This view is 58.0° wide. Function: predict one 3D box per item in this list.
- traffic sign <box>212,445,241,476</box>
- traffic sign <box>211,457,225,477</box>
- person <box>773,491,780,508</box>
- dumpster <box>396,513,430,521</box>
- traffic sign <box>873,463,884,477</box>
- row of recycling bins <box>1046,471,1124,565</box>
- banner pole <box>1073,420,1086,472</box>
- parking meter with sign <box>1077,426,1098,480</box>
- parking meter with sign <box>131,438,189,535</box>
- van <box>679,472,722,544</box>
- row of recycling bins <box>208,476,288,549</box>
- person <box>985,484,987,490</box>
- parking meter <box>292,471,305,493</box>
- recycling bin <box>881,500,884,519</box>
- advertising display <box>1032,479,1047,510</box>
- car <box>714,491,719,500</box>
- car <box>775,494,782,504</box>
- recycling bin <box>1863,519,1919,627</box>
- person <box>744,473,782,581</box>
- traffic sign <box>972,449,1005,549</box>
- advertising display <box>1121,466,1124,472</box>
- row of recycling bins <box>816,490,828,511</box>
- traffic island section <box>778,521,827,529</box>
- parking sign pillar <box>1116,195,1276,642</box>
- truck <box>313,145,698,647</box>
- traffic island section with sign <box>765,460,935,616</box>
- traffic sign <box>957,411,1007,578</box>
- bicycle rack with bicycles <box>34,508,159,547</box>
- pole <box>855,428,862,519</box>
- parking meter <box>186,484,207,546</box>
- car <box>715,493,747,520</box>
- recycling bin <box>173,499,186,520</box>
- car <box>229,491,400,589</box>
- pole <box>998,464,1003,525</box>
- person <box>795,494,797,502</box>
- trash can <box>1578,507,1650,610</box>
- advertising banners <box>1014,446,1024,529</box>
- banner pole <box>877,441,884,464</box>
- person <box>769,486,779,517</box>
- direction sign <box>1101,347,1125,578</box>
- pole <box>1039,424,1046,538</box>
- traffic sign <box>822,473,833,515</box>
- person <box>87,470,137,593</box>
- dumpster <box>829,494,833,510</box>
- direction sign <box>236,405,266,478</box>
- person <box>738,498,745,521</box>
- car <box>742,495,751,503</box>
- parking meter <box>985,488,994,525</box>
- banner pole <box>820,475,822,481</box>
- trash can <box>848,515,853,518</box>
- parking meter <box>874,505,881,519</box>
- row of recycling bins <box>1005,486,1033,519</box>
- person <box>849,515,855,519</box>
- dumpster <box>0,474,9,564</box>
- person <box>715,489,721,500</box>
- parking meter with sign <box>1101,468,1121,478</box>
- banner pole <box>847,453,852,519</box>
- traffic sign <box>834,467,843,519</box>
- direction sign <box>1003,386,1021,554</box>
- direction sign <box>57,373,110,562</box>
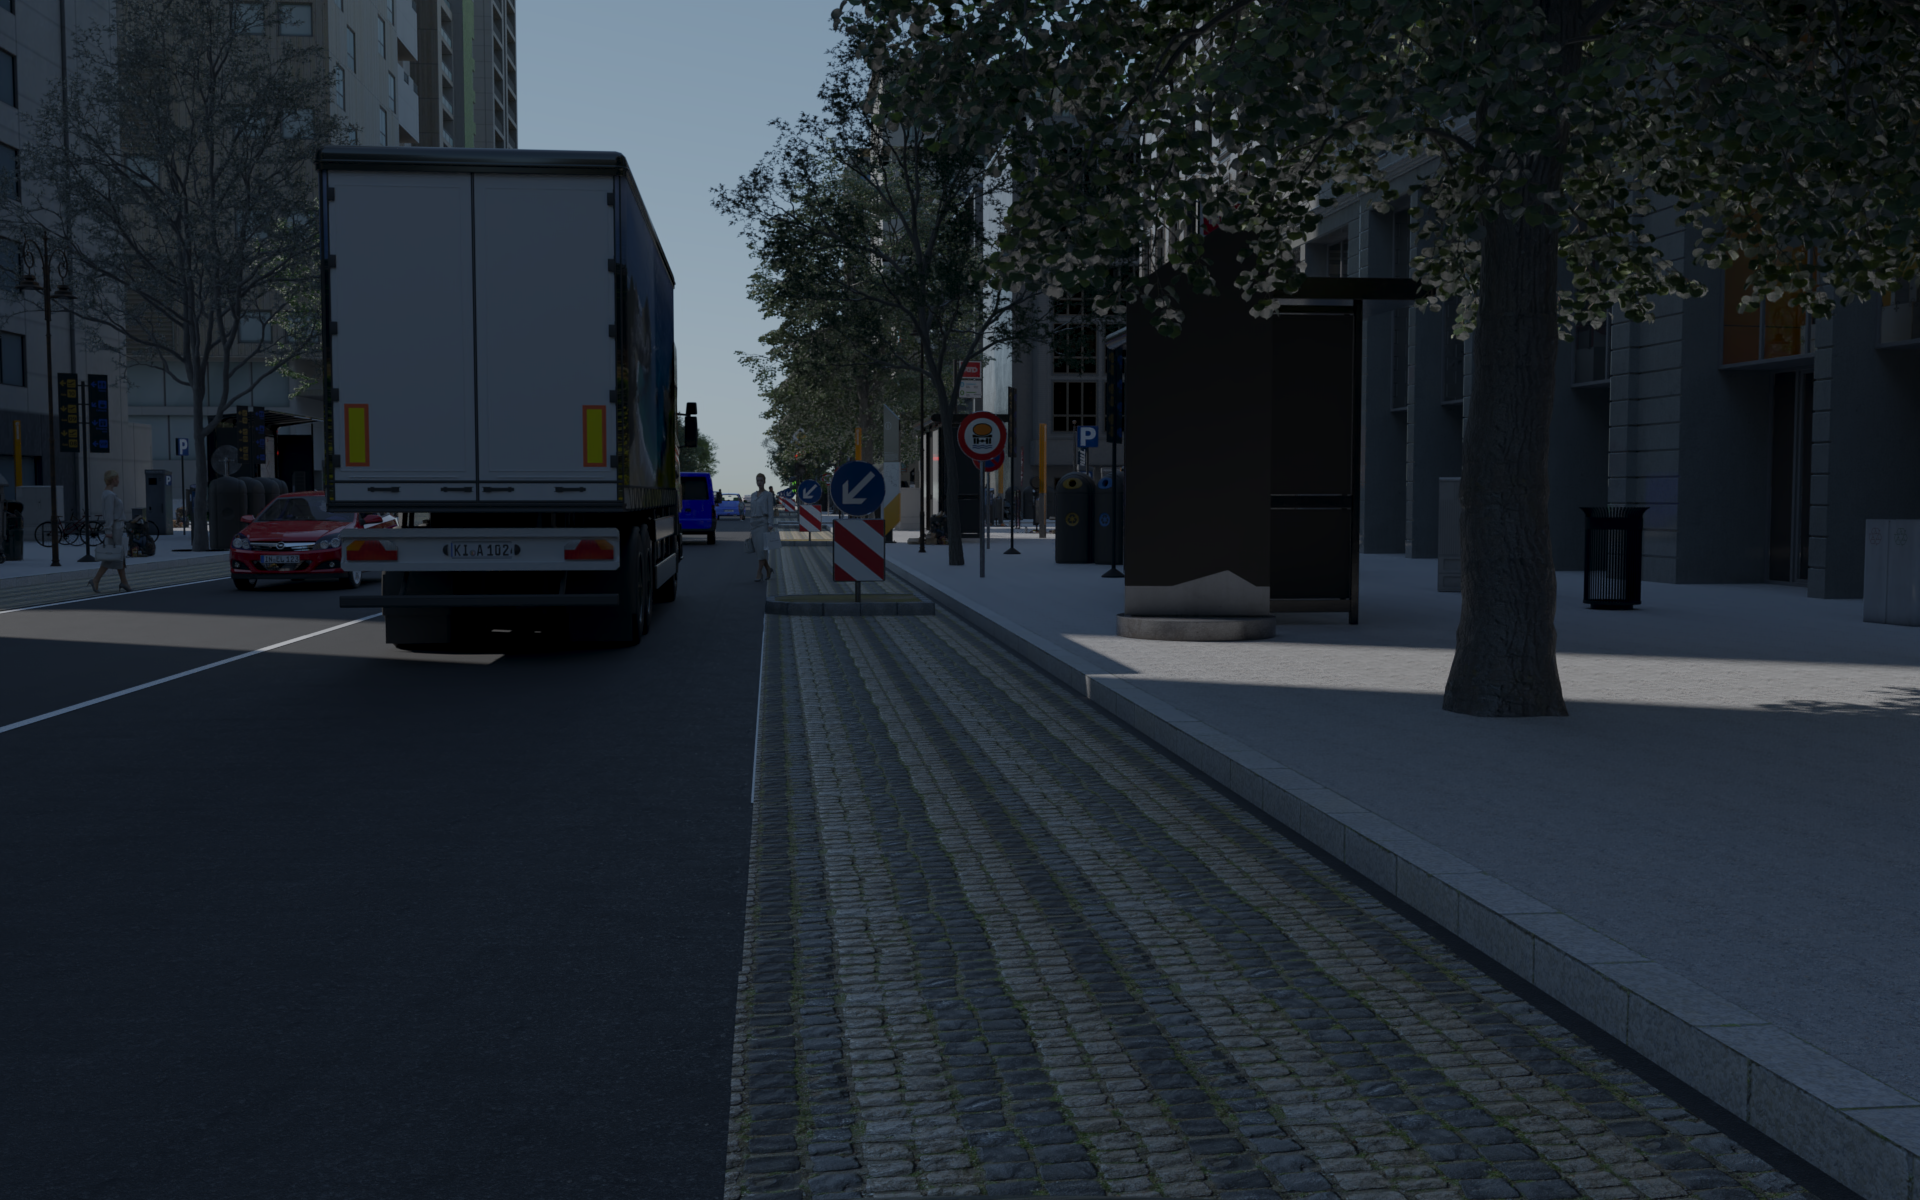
[{"bbox_3d":[-19.094,-2.754,45.130,0.768,2.556,0.104,0,4,-3],"label":"traffic sign"},{"bbox_3d":[-19.862,-2.857,46.824,0.768,2.556,0.104,0,4,1],"label":"traffic sign"},{"bbox_3d":[-17.882,-9.602,166.215,1.217,1.735,0.721,-1,4,-11],"label":"person"},{"bbox_3d":[-21.105,-3.751,67.084,1.264,1.857,1.865,0,4,-6],"label":"dumpster"},{"bbox_3d":[-3.312,-4.289,70.226,0.768,2.556,0.104,0,4,-5],"label":"traffic sign"},{"bbox_3d":[3.133,-1.476,31.237,1.069,1.692,3.534,-3,5,-45],"label":"row of recycling bins"},{"bbox_3d":[4.038,-4.197,58.640,0.401,3.779,0.863,-3,5,-43],"label":"banner pole"},{"bbox_3d":[3.303,-2.992,45.183,0.543,3.016,1.738,0,4,3],"label":"parking meter with sign"},{"bbox_3d":[-25.028,-3.538,54.113,1.738,3.016,0.543,1,4,9],"label":"parking meter with sign"},{"bbox_3d":[-8.104,-2.837,50.774,2.240,2.365,5.245,0,4,-8],"label":"van"},{"bbox_3d":[-17.182,-2.136,42.031,1.069,1.692,3.534,0,4,-2],"label":"row of recycling bins"},{"bbox_3d":[1.225,-4.670,82.667,0.793,1.790,0.793,2,4,28],"label":"person"},{"bbox_3d":[-17.117,-2.395,44.871,0.255,1.863,0.399,-2,4,-30],"label":"parking meter"},{"bbox_3d":[-2.742,-3.486,69.553,0.722,1.027,0.722,-2,4,-25],"label":"recycling bin"},{"bbox_3d":[3.400,-4.210,74.050,0.123,1.923,0.974,-2,4,-32],"label":"advertising display"},{"bbox_3d":[-28.777,-11.832,202.120,2.281,1.827,5.304,0,4,-6],"label":"car"},{"bbox_3d":[-21.917,-12.432,213.046,2.009,1.686,4.222,0,4,-5],"label":"car"},{"bbox_3d":[9.474,-0.278,17.099,0.722,1.027,0.722,-1,4,-12],"label":"recycling bin"},{"bbox_3d":[-3.235,-1.208,28.605,0.624,1.780,0.694,-3,5,-44],"label":"person"},{"bbox_3d":[0.661,-2.464,40.386,0.768,2.556,0.104,0,4,1],"label":"traffic sign"},{"bbox_3d":[4.163,-2.151,40.391,0.974,1.923,0.123,-2,4,-34],"label":"advertising display"},{"bbox_3d":[-10.332,-7.524,130.130,1.069,1.692,3.534,0,4,-3],"label":"row of recycling bins"},{"bbox_3d":[-6.609,-3.075,72.550,2.009,0.180,2.903,0,4,-6],"label":"traffic island section"},{"bbox_3d":[2.143,-1.662,15.640,1.447,3.967,1.447,0,4,5],"label":"parking sign pillar"},{"bbox_3d":[-4.571,-1.879,19.629,2.839,4.237,11.283,0,4,-6],"label":"truck"},{"bbox_3d":[-1.386,-0.766,21.153,1.989,1.847,2.006,0,4,-6],"label":"traffic island section with sign"},{"bbox_3d":[0.344,-1.619,26.583,0.768,2.556,0.104,0,4,3],"label":"traffic sign"},{"bbox_3d":[-21.543,-1.820,43.140,2.925,0.926,2.852,-2,4,-34],"label":"bicycle rack with bicycles"},{"bbox_3d":[-3.139,-3.653,53.568,0.158,3.312,0.155,0,3,0],"label":"pole"},{"bbox_3d":[-18.984,-2.127,43.181,0.372,1.533,0.369,0,3,0],"label":"parking meter"},{"bbox_3d":[-12.834,-5.315,96.496,1.945,1.707,3.694,0,4,-6],"label":"car"},{"bbox_3d":[-39.235,-4.556,87.040,0.722,1.027,0.722,-1,4,-22],"label":"recycling bin"},{"bbox_3d":[-10.133,-1.126,27.445,2.155,1.783,4.494,0,4,-5],"label":"car"},{"bbox_3d":[1.710,-4.819,72.629,0.158,3.312,0.155,0,3,0],"label":"pole"},{"bbox_3d":[-25.618,-16.223,272.077,1.217,1.735,0.721,1,4,23],"label":"person"},{"bbox_3d":[7.277,-0.468,19.304,0.748,1.137,0.748,0,3,0],"label":"trash can"},{"bbox_3d":[2.151,-4.114,63.451,0.090,3.025,2.074,0,4,-6],"label":"advertising banners"},{"bbox_3d":[-3.558,-5.525,80.343,0.863,3.779,0.401,-1,4,-22],"label":"banner pole"},{"bbox_3d":[-8.969,-4.517,82.345,0.794,1.824,0.713,-2,4,-26],"label":"person"},{"bbox_3d":[2.366,-2.114,26.567,0.379,3.537,0.876,1,4,19],"label":"direction sign"},{"bbox_3d":[2.405,-3.453,50.299,0.158,3.312,0.155,0,3,0],"label":"pole"},{"bbox_3d":[-7.900,-6.352,103.955,0.768,2.556,0.104,0,4,0],"label":"traffic sign"},{"bbox_3d":[-12.327,-0.995,25.121,0.624,1.780,0.694,-1,4,-18],"label":"person"},{"bbox_3d":[-10.520,-8.015,136.809,1.264,1.857,1.865,0,4,-6],"label":"dumpster"},{"bbox_3d":[-18.224,-3.217,44.597,0.379,3.537,0.876,2,4,26],"label":"direction sign"},{"bbox_3d":[-11.470,-4.756,90.949,0.332,1.250,0.352,2,4,32],"label":"person"},{"bbox_3d":[-30.442,-14.514,249.666,2.083,1.381,4.827,0,4,-7],"label":"car"},{"bbox_3d":[1.243,-3.887,71.956,0.372,1.533,0.369,0,3,0],"label":"parking meter"},{"bbox_3d":[-12.575,-10.076,154.762,0.863,3.779,0.401,1,4,11],"label":"banner pole"},{"bbox_3d":[-5.352,-4.631,87.378,0.748,1.137,0.748,0,3,0],"label":"trash can"},{"bbox_3d":[-3.323,-3.868,68.951,0.255,1.863,0.399,-1,4,-23],"label":"parking meter"},{"bbox_3d":[4.073,-4.972,88.406,3.534,1.692,1.069,0,4,-4],"label":"row of recycling bins"},{"bbox_3d":[-5.428,-4.842,85.403,0.583,1.804,0.606,0,4,-5],"label":"person"},{"bbox_3d":[-18.078,-1.548,31.065,1.264,1.857,1.865,0,4,-6],"label":"dumpster"},{"bbox_3d":[-18.262,-7.498,131.194,0.850,1.850,0.679,1,4,20],"label":"person"},{"bbox_3d":[4.516,-3.333,50.754,1.738,3.016,0.543,2,4,26],"label":"parking meter with sign"},{"bbox_3d":[-5.721,-6.132,90.274,0.401,3.779,0.863,-2,4,-24],"label":"banner pole"},{"bbox_3d":[-5.440,-4.882,79.925,0.768,2.556,0.104,0,4,-4],"label":"traffic sign"},{"bbox_3d":[1.113,-2.746,36.898,0.379,3.537,0.876,1,4,12],"label":"direction sign"},{"bbox_3d":[-16.494,-2.487,32.664,0.876,3.537,0.379,-3,5,-44],"label":"direction sign"}]
